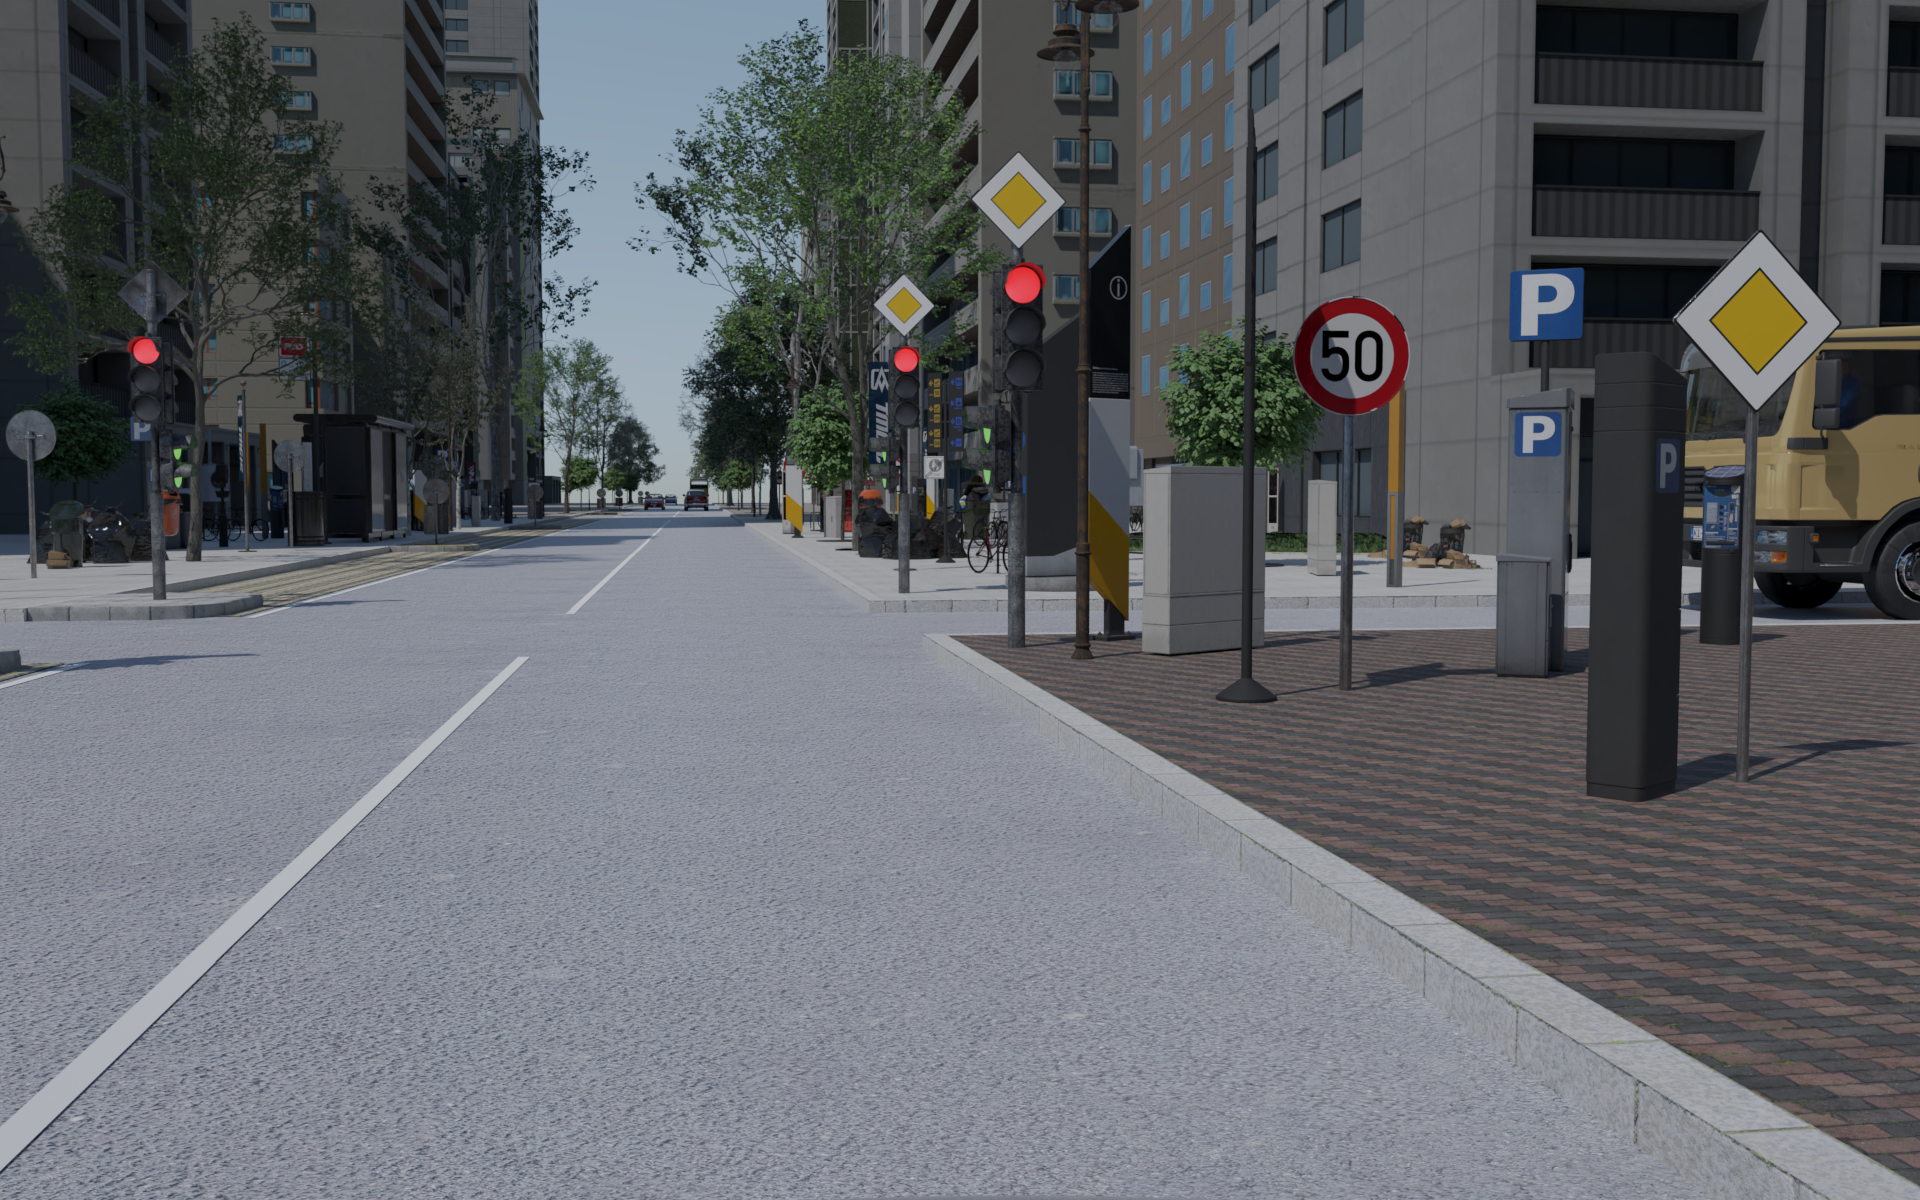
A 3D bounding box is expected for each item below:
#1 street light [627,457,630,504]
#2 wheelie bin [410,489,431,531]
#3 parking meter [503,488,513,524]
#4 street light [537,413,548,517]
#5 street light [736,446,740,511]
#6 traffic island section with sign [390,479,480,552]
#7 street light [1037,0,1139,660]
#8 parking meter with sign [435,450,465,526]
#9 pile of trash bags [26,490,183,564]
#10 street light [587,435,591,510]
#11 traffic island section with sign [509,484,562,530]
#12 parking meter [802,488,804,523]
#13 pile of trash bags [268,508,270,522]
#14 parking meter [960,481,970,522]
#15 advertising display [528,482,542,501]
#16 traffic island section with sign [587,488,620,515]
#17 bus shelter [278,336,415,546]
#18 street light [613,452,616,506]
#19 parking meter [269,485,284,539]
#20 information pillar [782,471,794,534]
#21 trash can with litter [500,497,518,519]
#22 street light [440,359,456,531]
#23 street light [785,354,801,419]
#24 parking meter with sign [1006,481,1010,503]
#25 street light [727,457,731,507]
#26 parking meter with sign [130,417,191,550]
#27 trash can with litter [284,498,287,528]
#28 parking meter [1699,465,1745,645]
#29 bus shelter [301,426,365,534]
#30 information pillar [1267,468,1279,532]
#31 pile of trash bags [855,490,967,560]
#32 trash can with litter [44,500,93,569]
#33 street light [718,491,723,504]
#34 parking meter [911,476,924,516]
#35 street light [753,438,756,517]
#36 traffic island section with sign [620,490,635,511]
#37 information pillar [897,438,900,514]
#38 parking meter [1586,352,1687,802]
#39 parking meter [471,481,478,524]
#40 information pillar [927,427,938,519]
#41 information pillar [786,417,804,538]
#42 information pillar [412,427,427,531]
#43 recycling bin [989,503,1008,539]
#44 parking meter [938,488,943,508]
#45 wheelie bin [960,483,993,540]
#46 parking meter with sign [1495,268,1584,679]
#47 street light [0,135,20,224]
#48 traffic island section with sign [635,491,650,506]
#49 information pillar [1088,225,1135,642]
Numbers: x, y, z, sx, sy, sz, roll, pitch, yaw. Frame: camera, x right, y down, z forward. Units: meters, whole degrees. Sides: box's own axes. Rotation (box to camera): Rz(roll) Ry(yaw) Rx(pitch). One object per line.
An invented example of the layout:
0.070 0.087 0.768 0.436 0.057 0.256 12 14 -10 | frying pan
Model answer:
-41.526 -14.945 217.131 0.468 5.910 1.993 -1 4 -9 | street light
-18.944 -3.227 60.666 0.980 1.594 0.693 3 5 42 | wheelie bin
-19.550 -4.068 74.921 0.372 1.533 0.369 0 3 0 | parking meter
-23.405 -7.608 97.185 0.468 5.910 1.993 -1 4 -9 | street light
-16.966 -9.774 132.596 0.468 5.910 1.993 -1 4 -9 | street light
-13.151 -2.132 43.478 1.989 1.847 2.006 -1 4 -9 | traffic island section with sign
0.955 -2.479 13.321 0.468 5.910 1.993 -1 4 -9 | street light
-20.277 -4.432 68.729 0.543 3.016 1.738 0 4 -1 | parking meter with sign
-16.124 -1.441 33.308 1.912 1.369 3.447 1 4 8 | pile of trash bags
-29.114 -9.973 135.853 0.468 5.910 1.993 -1 4 -9 | street light
-17.214 -3.774 70.339 1.989 1.847 2.006 -1 4 -9 | traffic island section with sign
-6.780 -3.962 73.192 0.372 1.533 0.369 0 3 0 | parking meter
-31.850 -4.248 79.204 3.447 1.369 1.912 -2 4 -24 | pile of trash bags
0.232 -4.238 75.008 0.399 1.863 0.255 1 4 10 | parking meter
-23.302 -5.490 94.971 0.974 1.923 0.123 2 4 34 | advertising display
-24.613 -6.763 119.208 1.989 1.847 2.006 -1 4 -9 | traffic island section with sign
-16.500 -4.218 46.591 2.179 5.291 8.768 -1 4 -8 | bus shelter
-35.659 -12.598 178.758 0.468 5.910 1.993 -1 4 -9 | street light
-19.721 -2.544 50.005 0.372 1.533 0.369 0 3 0 | parking meter
-5.487 -3.112 55.368 0.304 2.012 0.304 1 4 19 | information pillar
-24.218 -4.902 91.208 2.233 1.210 1.678 -1 4 -11 | trash can with litter
-17.522 -5.301 59.454 0.468 5.910 1.993 -1 4 -9 | street light
-5.512 -5.161 57.174 0.468 5.910 1.993 -1 4 -9 | street light
2.190 -4.820 75.064 0.543 3.016 1.738 0 4 6 | parking meter with sign
-22.822 -12.142 171.308 0.468 5.910 1.993 -1 4 -9 | street light
-18.344 -2.671 39.937 0.543 3.016 1.738 0 4 5 | parking meter with sign
-25.801 -3.346 66.096 1.055 1.170 0.624 0 4 3 | trash can with litter
6.561 -0.394 14.850 0.372 1.533 0.369 0 3 0 | parking meter
-20.637 -4.107 58.439 1.731 3.624 6.357 -1 4 -9 | bus shelter
8.860 -2.722 48.992 0.304 2.012 0.304 1 4 13 | information pillar
-1.283 -1.574 35.485 1.912 1.369 3.447 -2 4 -27 | pile of trash bags
-15.459 -1.138 30.000 0.624 1.170 1.055 -1 4 -15 | trash can with litter
-35.339 -17.169 253.493 0.468 5.910 1.993 -1 4 -9 | street light
-1.327 -2.986 54.526 0.255 1.863 0.399 -2 4 -35 | parking meter
-11.457 -7.555 96.307 0.468 5.910 1.993 -1 4 -9 | street light
-28.724 -8.425 146.380 1.989 1.847 2.006 -1 4 -9 | traffic island section with sign
-2.164 -4.461 64.294 0.183 3.616 0.504 2 4 31 | information pillar
2.875 -0.101 7.357 0.399 1.863 0.255 -3 5 -44 | parking meter
-20.829 -4.198 74.346 0.255 1.863 0.399 0 4 -3 | parking meter
-0.802 -3.645 50.947 0.183 3.616 0.504 -3 4 -36 | information pillar
-4.818 -3.614 50.438 0.504 3.616 0.183 0 4 8 | information pillar
-18.553 -4.169 59.522 0.183 3.616 0.504 3 5 40 | information pillar
1.165 -2.286 49.936 0.722 1.027 0.722 -2 4 -30 | recycling bin
-0.890 -3.977 73.443 0.372 1.533 0.369 0 3 0 | parking meter
0.497 -2.493 48.675 0.980 1.594 0.693 -2 4 -29 | wheelie bin
4.251 -1.010 12.770 0.543 3.016 1.738 1 4 22 | parking meter with sign
-11.817 -2.942 20.889 0.468 5.910 1.993 -1 4 -9 | street light
-37.009 -11.774 201.136 1.989 1.847 2.006 -1 4 -9 | traffic island section with sign
1.290 -1.450 15.069 0.504 3.616 0.183 -3 4 -37 | information pillar
